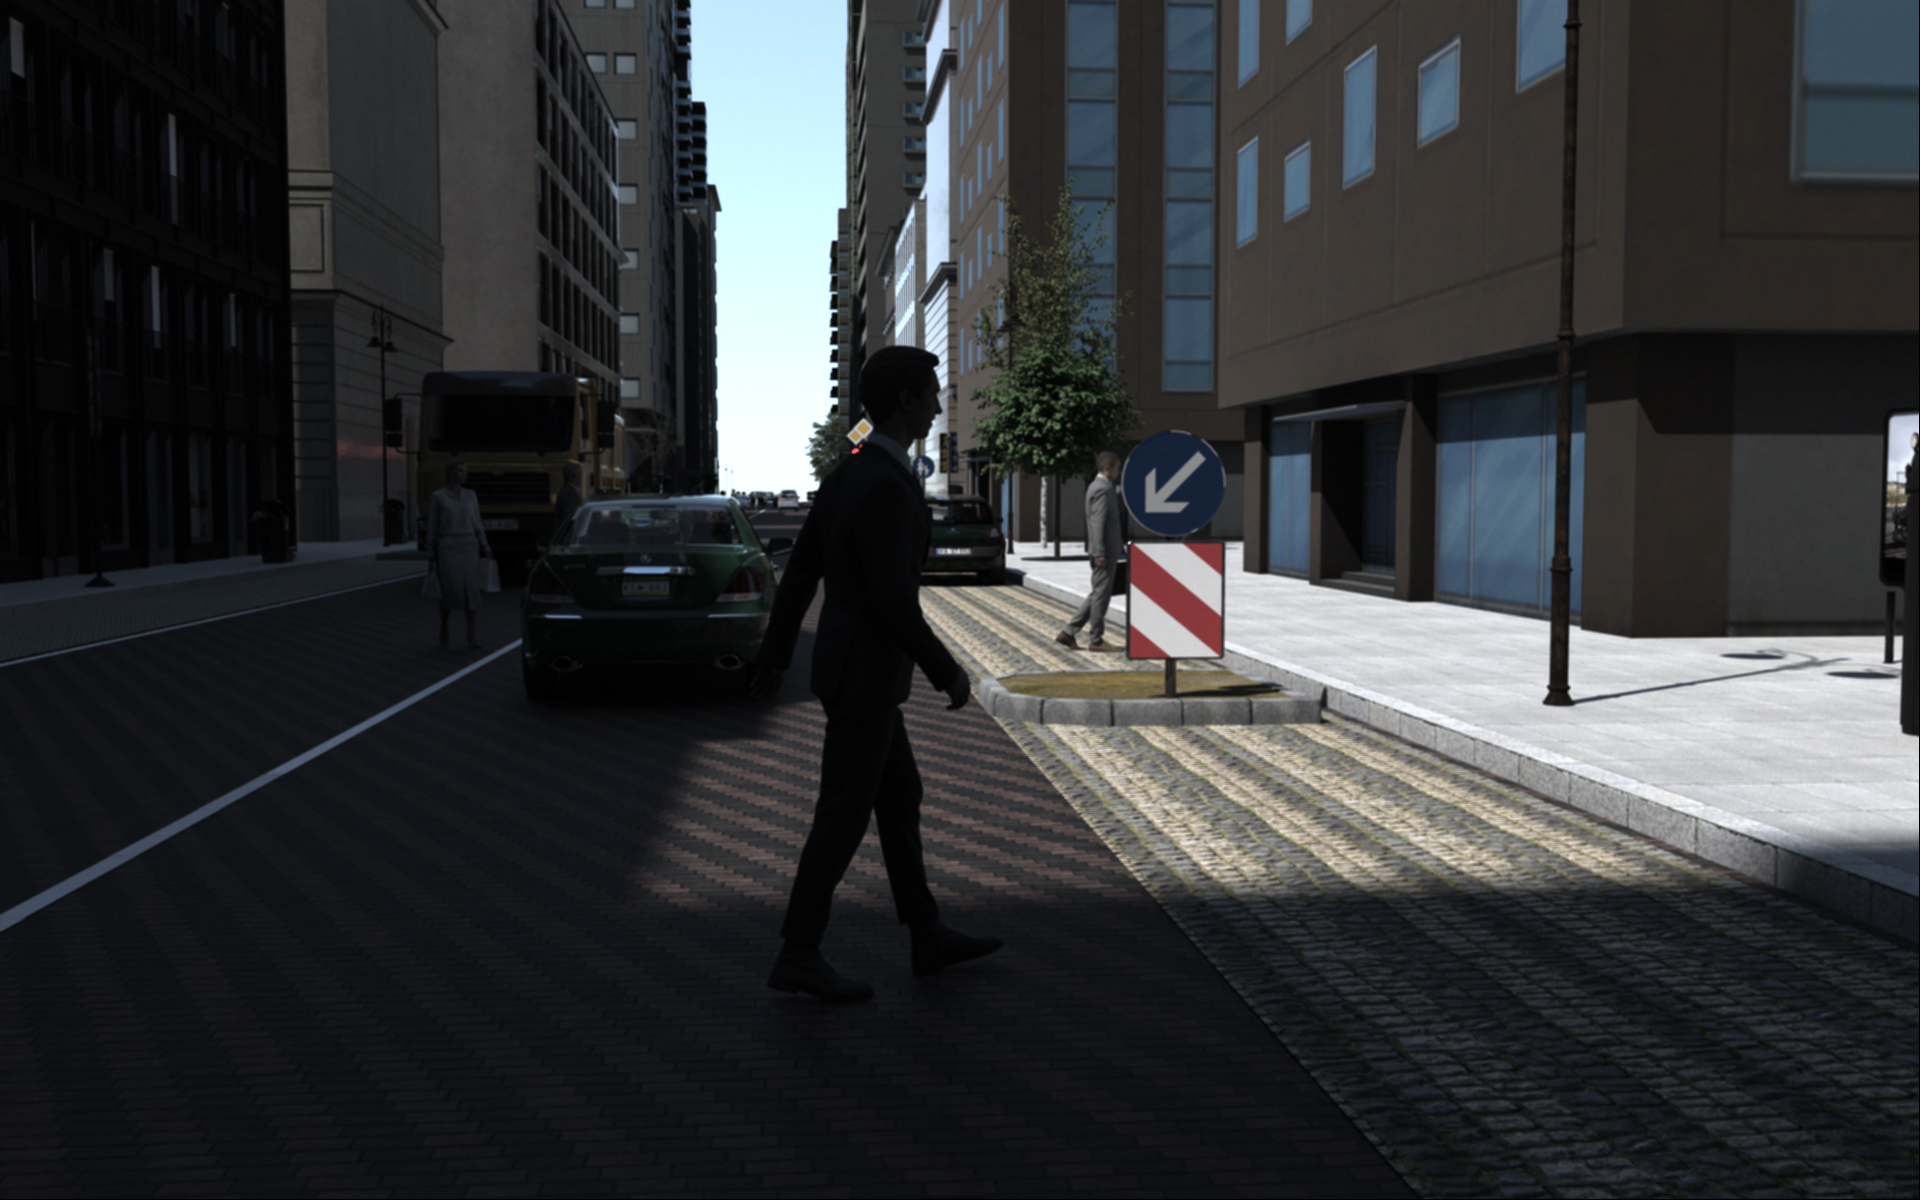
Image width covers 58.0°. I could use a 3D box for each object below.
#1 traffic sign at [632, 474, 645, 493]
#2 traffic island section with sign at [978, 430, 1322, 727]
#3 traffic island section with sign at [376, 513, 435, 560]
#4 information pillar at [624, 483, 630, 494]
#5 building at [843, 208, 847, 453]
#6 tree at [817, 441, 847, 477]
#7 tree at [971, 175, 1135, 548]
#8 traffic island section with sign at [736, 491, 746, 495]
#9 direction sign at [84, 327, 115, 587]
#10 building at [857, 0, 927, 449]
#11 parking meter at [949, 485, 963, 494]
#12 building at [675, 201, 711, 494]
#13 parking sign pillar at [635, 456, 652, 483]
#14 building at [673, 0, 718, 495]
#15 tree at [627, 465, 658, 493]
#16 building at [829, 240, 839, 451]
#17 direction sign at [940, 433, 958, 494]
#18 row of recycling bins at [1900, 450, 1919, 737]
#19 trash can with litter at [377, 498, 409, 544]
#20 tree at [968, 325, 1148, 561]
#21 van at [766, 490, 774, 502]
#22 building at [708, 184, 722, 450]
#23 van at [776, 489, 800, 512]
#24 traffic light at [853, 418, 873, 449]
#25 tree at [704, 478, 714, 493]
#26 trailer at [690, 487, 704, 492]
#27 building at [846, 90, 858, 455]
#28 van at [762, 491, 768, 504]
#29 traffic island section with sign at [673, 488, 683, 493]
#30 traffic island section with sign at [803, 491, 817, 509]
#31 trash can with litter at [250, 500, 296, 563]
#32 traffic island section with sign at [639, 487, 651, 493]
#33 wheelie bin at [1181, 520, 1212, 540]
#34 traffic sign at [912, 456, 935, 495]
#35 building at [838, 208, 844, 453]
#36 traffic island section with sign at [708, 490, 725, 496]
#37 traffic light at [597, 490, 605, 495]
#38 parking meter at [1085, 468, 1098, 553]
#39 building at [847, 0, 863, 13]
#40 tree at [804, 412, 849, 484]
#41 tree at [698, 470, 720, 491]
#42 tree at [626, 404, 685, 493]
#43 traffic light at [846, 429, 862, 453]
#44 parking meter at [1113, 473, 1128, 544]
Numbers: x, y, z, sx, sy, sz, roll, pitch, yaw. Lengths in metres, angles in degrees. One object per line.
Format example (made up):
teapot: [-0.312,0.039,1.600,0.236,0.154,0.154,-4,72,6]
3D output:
traffic sign: [-19.993,-6.579,107.667,0.768,2.556,0.104,0,4,-5]
traffic island section with sign: [1.156,-0.180,11.565,1.989,1.847,2.006,0,4,-5]
traffic island section with sign: [-11.648,-1.808,38.194,1.989,1.847,2.006,0,4,-5]
information pillar: [-21.512,-6.574,111.974,0.304,2.012,0.304,1,4,14]
building: [-5.482,-31.205,193.793,14.154,41.232,14.086,0,4,-5]
tree: [-16.905,-17.219,231.896,4.360,8.622,3.978,0,3,0]
tree: [2.018,-5.535,40.867,4.737,8.622,4.395,0,3,0]
traffic island section with sign: [-34.657,-16.490,278.230,1.989,1.847,2.006,0,4,-5]
direction sign: [-11.937,-1.953,23.923,0.379,3.537,0.876,-1,4,-16]
building: [1.473,-32.905,161.700,21.300,48.544,21.600,0,4,-5]
parking meter: [-0.106,-2.308,46.140,0.372,1.533,0.369,0,3,0]
building: [-41.459,-33.754,235.473,14.154,41.232,14.086,0,4,-5]
parking sign pillar: [-22.187,-8.122,121.268,1.447,3.967,1.447,2,4,35]
building: [-47.141,-57.712,256.255,22.319,86.520,31.000,0,4,-5]
tree: [-21.382,-7.371,115.122,1.663,3.219,1.824,0,3,0]
building: [-10.832,-38.982,291.972,22.147,44.769,28.867,0,4,-5]
direction sign: [-0.412,-4.424,64.331,0.876,3.537,0.379,3,5,41]
row of recycling bins: [6.810,-0.132,9.276,3.534,1.692,1.069,-1,4,-10]
trash can with litter: [-14.574,-2.033,44.624,0.624,1.170,1.055,0,4,-5]
tree: [1.961,-3.050,33.577,4.285,4.588,4.351,0,3,0]
van: [-30.811,-16.706,280.158,2.013,2.044,4.112,0,4,-6]
building: [-54.033,-42.613,285.954,28.713,52.752,27.495,0,4,-5]
van: [-14.158,-8.295,142.642,2.013,2.044,4.112,0,4,-7]
traffic light: [-3.558,-4.576,63.737,0.839,4.253,0.868,0,4,-5]
tree: [-30.106,-13.143,209.487,1.663,3.219,1.824,0,3,0]
trailer: [-20.239,-7.709,133.088,1.471,1.999,3.904,0,4,-6]
building: [-4.190,-30.317,179.273,14.154,41.232,14.086,0,4,-5]
van: [-27.801,-14.372,241.994,2.013,2.044,4.112,0,4,-5]
traffic island section with sign: [-19.538,-6.839,120.440,1.989,1.847,2.006,0,4,-5]
traffic island section with sign: [-16.676,-11.565,197.714,1.989,1.847,2.006,0,4,-5]
trash can with litter: [-12.846,-1.290,32.477,0.624,1.170,1.055,0,4,-8]
traffic island section with sign: [-16.943,-5.190,93.478,1.989,1.847,2.006,0,4,-5]
wheelie bin: [5.465,-1.981,40.296,0.980,1.594,0.693,-1,4,-13]
traffic sign: [-1.213,-3.503,57.385,0.768,2.556,0.104,0,4,4]
building: [-10.594,-34.637,249.902,14.154,41.232,14.086,0,4,-5]
traffic island section with sign: [-24.160,-9.790,168.698,1.989,1.847,2.006,0,4,-5]
traffic light: [-14.732,-5.000,70.676,0.839,4.253,0.868,0,4,-5]
parking meter: [2.910,-1.976,38.012,0.255,1.863,0.399,1,4,22]
building: [-5.299,-47.252,210.828,20.563,71.187,20.611,0,4,-5]
tree: [-17.652,-19.600,238.589,7.486,12.596,7.792,0,3,0]
tree: [-32.364,-14.548,221.570,4.285,4.588,4.351,0,3,0]
tree: [-23.980,-11.450,137.573,4.360,8.622,3.978,0,3,0]
traffic light: [-4.320,-5.062,71.686,0.839,4.253,0.868,0,4,-5]
parking meter: [4.145,-2.377,44.568,0.399,1.863,0.255,1,4,23]
